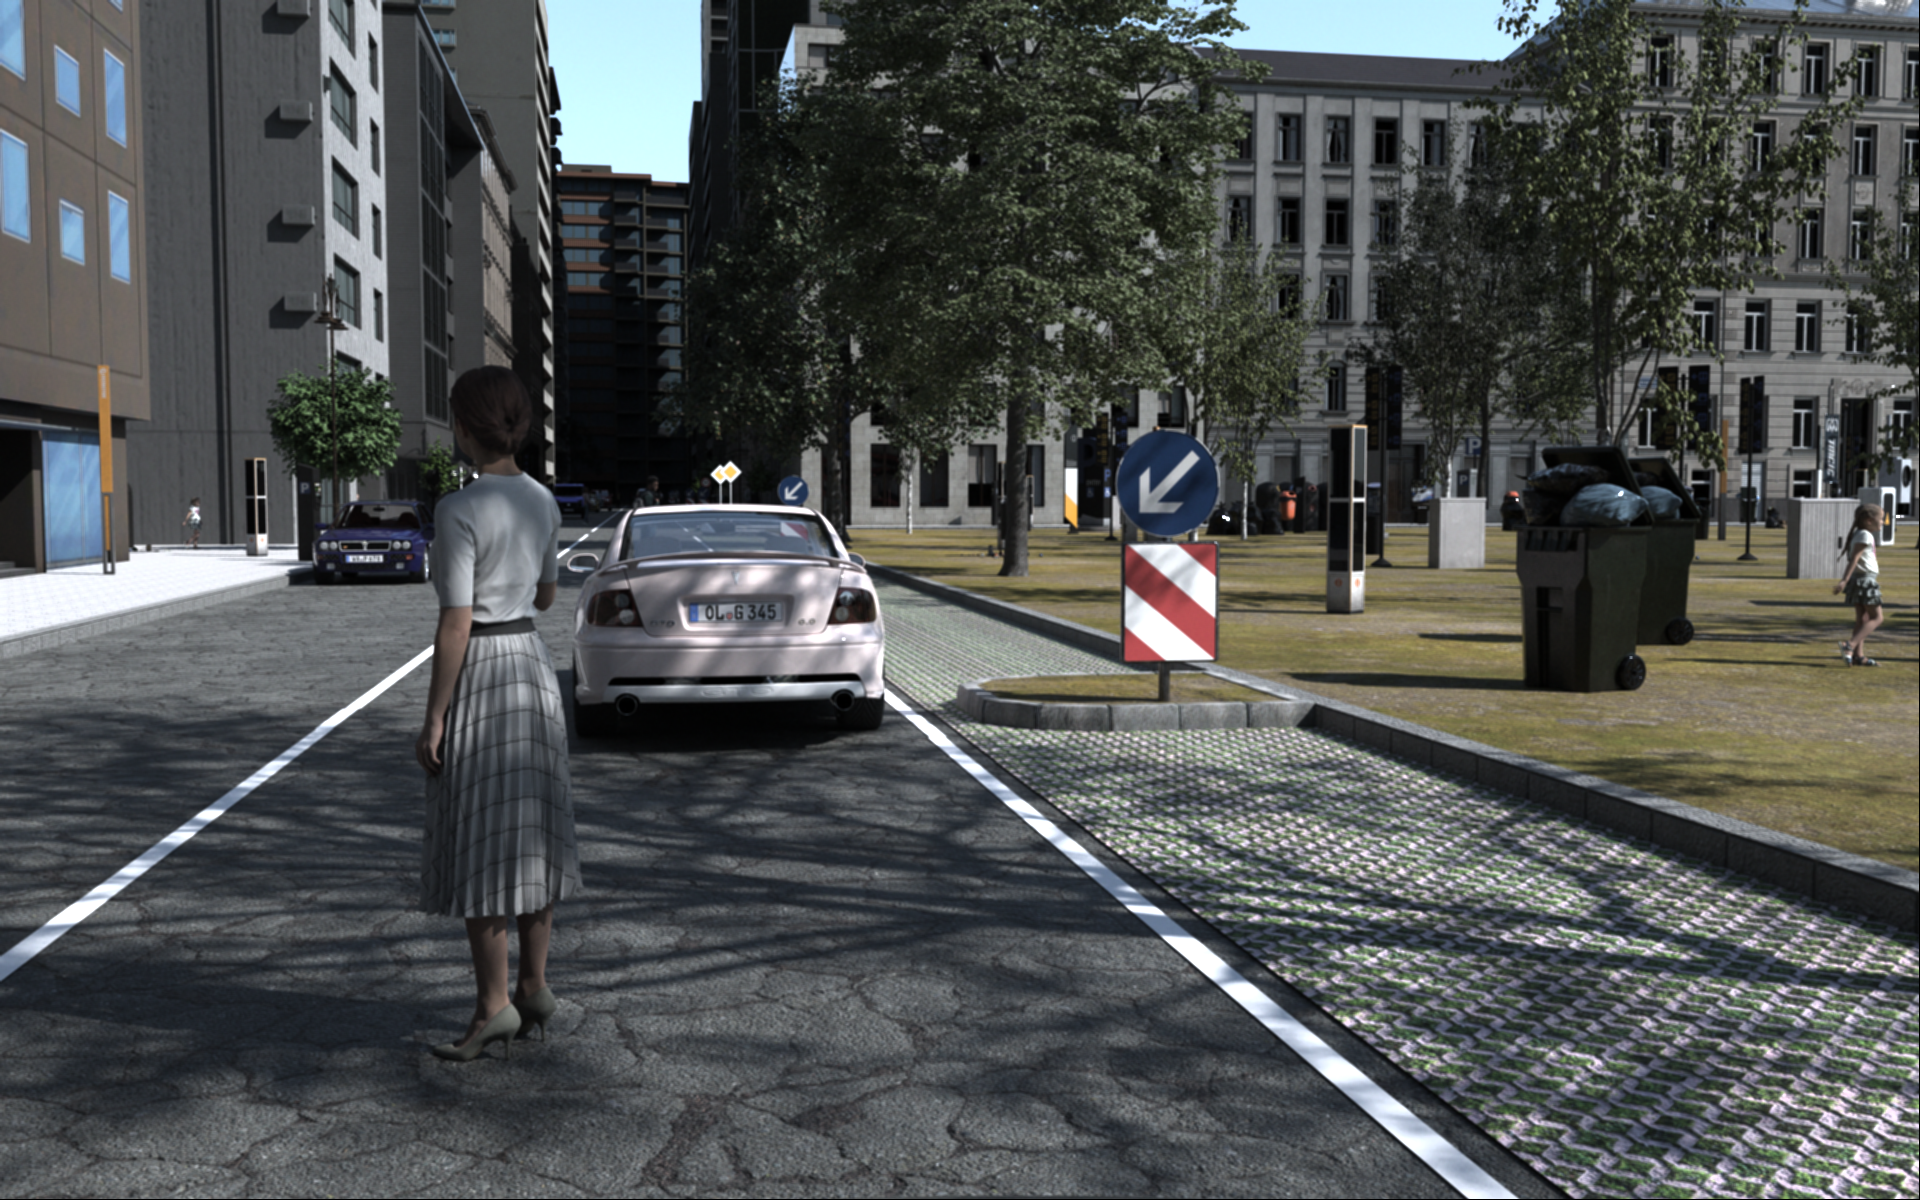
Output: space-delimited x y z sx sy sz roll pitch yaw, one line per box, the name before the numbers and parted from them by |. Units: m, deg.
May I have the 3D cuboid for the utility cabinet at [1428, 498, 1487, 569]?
utility cabinet | 8.599 -1.151 29.981 1.020 1.237 0.306 -2 4 -24

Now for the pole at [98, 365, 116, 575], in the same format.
pole | -13.584 -2.063 27.566 0.158 3.312 0.155 0 3 0

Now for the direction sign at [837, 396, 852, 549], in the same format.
direction sign | -2.715 -2.970 40.550 0.379 3.537 0.876 -1 4 -23

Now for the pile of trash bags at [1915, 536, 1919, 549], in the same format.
pile of trash bags | 24.243 -1.875 40.409 3.447 1.369 1.912 -1 4 -19

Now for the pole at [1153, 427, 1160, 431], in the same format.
pole | 5.931 -3.584 52.435 0.158 3.312 0.155 0 3 0

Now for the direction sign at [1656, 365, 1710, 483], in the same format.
direction sign | 12.784 -2.367 30.697 0.876 3.537 0.379 3 4 38

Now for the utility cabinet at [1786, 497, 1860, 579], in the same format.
utility cabinet | 13.099 -0.925 26.278 1.020 1.237 0.306 -1 4 -11

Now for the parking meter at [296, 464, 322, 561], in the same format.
parking meter | -12.473 -1.682 33.212 0.399 1.863 0.255 1 4 9

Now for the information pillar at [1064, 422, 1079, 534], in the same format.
information pillar | 3.564 -3.928 55.577 0.504 3.616 0.183 -2 4 -31

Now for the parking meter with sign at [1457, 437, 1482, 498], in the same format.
parking meter with sign | 15.258 -3.423 52.235 0.543 3.016 1.738 2 4 34

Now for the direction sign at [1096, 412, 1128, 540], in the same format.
direction sign | 4.199 -3.425 47.996 0.876 3.537 0.379 1 4 12

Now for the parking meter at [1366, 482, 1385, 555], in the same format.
parking meter | 8.796 -1.731 36.706 0.372 1.533 0.369 0 3 0

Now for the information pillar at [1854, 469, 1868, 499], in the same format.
information pillar | 26.811 -2.880 51.573 0.304 2.012 0.304 3 5 43

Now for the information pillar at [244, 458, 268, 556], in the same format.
information pillar | -14.523 -1.911 35.732 0.304 2.012 0.304 1 4 23

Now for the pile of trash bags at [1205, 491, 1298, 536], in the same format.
pile of trash bags | 9.411 -2.736 54.481 3.447 1.369 1.912 -3 5 -42

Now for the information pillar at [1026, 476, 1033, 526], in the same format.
information pillar | 2.741 -3.970 69.398 0.304 2.012 0.304 -2 4 -24

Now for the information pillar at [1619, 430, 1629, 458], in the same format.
information pillar | 22.837 -4.177 59.641 0.504 3.616 0.183 -3 4 -38

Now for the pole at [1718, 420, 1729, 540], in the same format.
pole | 21.085 -3.303 47.845 0.158 3.312 0.155 0 3 0

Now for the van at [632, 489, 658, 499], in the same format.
van | -24.935 -7.968 137.293 2.013 2.044 4.112 -1 4 -11

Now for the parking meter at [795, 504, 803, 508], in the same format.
parking meter | -5.396 -2.998 57.424 0.372 1.533 0.369 0 3 0

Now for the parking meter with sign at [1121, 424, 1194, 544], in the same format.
parking meter with sign | 4.890 -2.854 42.928 1.738 3.016 0.543 0 4 -5

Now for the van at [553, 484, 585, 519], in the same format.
van | -22.771 -5.913 101.060 2.240 2.365 5.245 -1 4 -11

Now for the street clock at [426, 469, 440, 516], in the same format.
street clock | -15.456 -2.831 50.849 0.358 2.002 0.471 1 4 10

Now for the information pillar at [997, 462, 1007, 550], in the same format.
information pillar | 1.048 -2.151 39.662 0.304 2.012 0.304 -1 4 -19

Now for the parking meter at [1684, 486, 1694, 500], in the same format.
parking meter | 21.028 -2.552 50.129 0.372 1.533 0.369 0 3 0

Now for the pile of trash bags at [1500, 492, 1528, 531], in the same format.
pile of trash bags | 19.841 -3.114 60.660 1.912 1.369 3.447 0 4 -5

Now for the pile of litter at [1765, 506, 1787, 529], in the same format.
pile of litter | 30.809 -3.125 65.055 1.176 0.858 1.719 3 5 40

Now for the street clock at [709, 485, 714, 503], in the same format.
street clock | -19.716 -8.128 137.465 0.358 2.002 0.471 -1 4 -23

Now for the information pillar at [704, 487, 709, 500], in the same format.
information pillar | -19.338 -7.804 132.091 0.304 2.012 0.304 3 5 39

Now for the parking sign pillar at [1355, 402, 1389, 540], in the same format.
parking sign pillar | 11.524 -3.729 49.435 1.447 3.967 1.447 -2 4 -29

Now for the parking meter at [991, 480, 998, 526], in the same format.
parking meter | 1.469 -3.920 69.806 0.399 1.863 0.255 -2 4 -30

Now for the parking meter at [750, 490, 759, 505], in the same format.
parking meter | -10.457 -5.046 88.209 0.399 1.863 0.255 2 4 30

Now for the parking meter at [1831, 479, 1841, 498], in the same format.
parking meter | 34.795 -3.858 68.797 0.399 1.863 0.255 -2 4 -34

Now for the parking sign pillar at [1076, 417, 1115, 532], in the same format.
parking sign pillar | 4.605 -4.336 59.363 1.447 3.967 1.447 -3 5 -41

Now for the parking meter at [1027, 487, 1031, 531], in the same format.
parking meter | 2.245 -3.124 59.482 0.372 1.533 0.369 0 3 0

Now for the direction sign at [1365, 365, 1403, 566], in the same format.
direction sign | 7.516 -2.373 30.792 0.379 3.537 0.876 -2 4 -31

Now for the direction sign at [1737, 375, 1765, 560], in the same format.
direction sign | 15.296 -2.541 33.538 0.379 3.537 0.876 0 4 -2

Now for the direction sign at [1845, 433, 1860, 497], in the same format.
direction sign | 33.268 -4.443 64.634 0.379 3.537 0.876 0 4 -5

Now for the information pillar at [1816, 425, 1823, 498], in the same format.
information pillar | 29.261 -4.138 59.018 0.183 3.616 0.504 3 4 36

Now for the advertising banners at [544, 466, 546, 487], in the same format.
advertising banners | -25.905 -6.814 107.594 0.090 3.025 2.074 -2 4 -24

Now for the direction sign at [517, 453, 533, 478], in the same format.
direction sign | -24.059 -6.323 95.373 0.876 3.537 0.379 2 4 33

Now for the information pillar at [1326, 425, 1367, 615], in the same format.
information pillar | 4.140 -0.860 18.559 0.304 2.012 0.304 3 5 43

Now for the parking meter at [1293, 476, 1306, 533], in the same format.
parking meter | 11.052 -3.106 56.502 0.399 1.863 0.255 1 4 18

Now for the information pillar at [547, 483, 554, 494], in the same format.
information pillar | -27.625 -6.892 117.181 0.304 2.012 0.304 -1 4 -9
